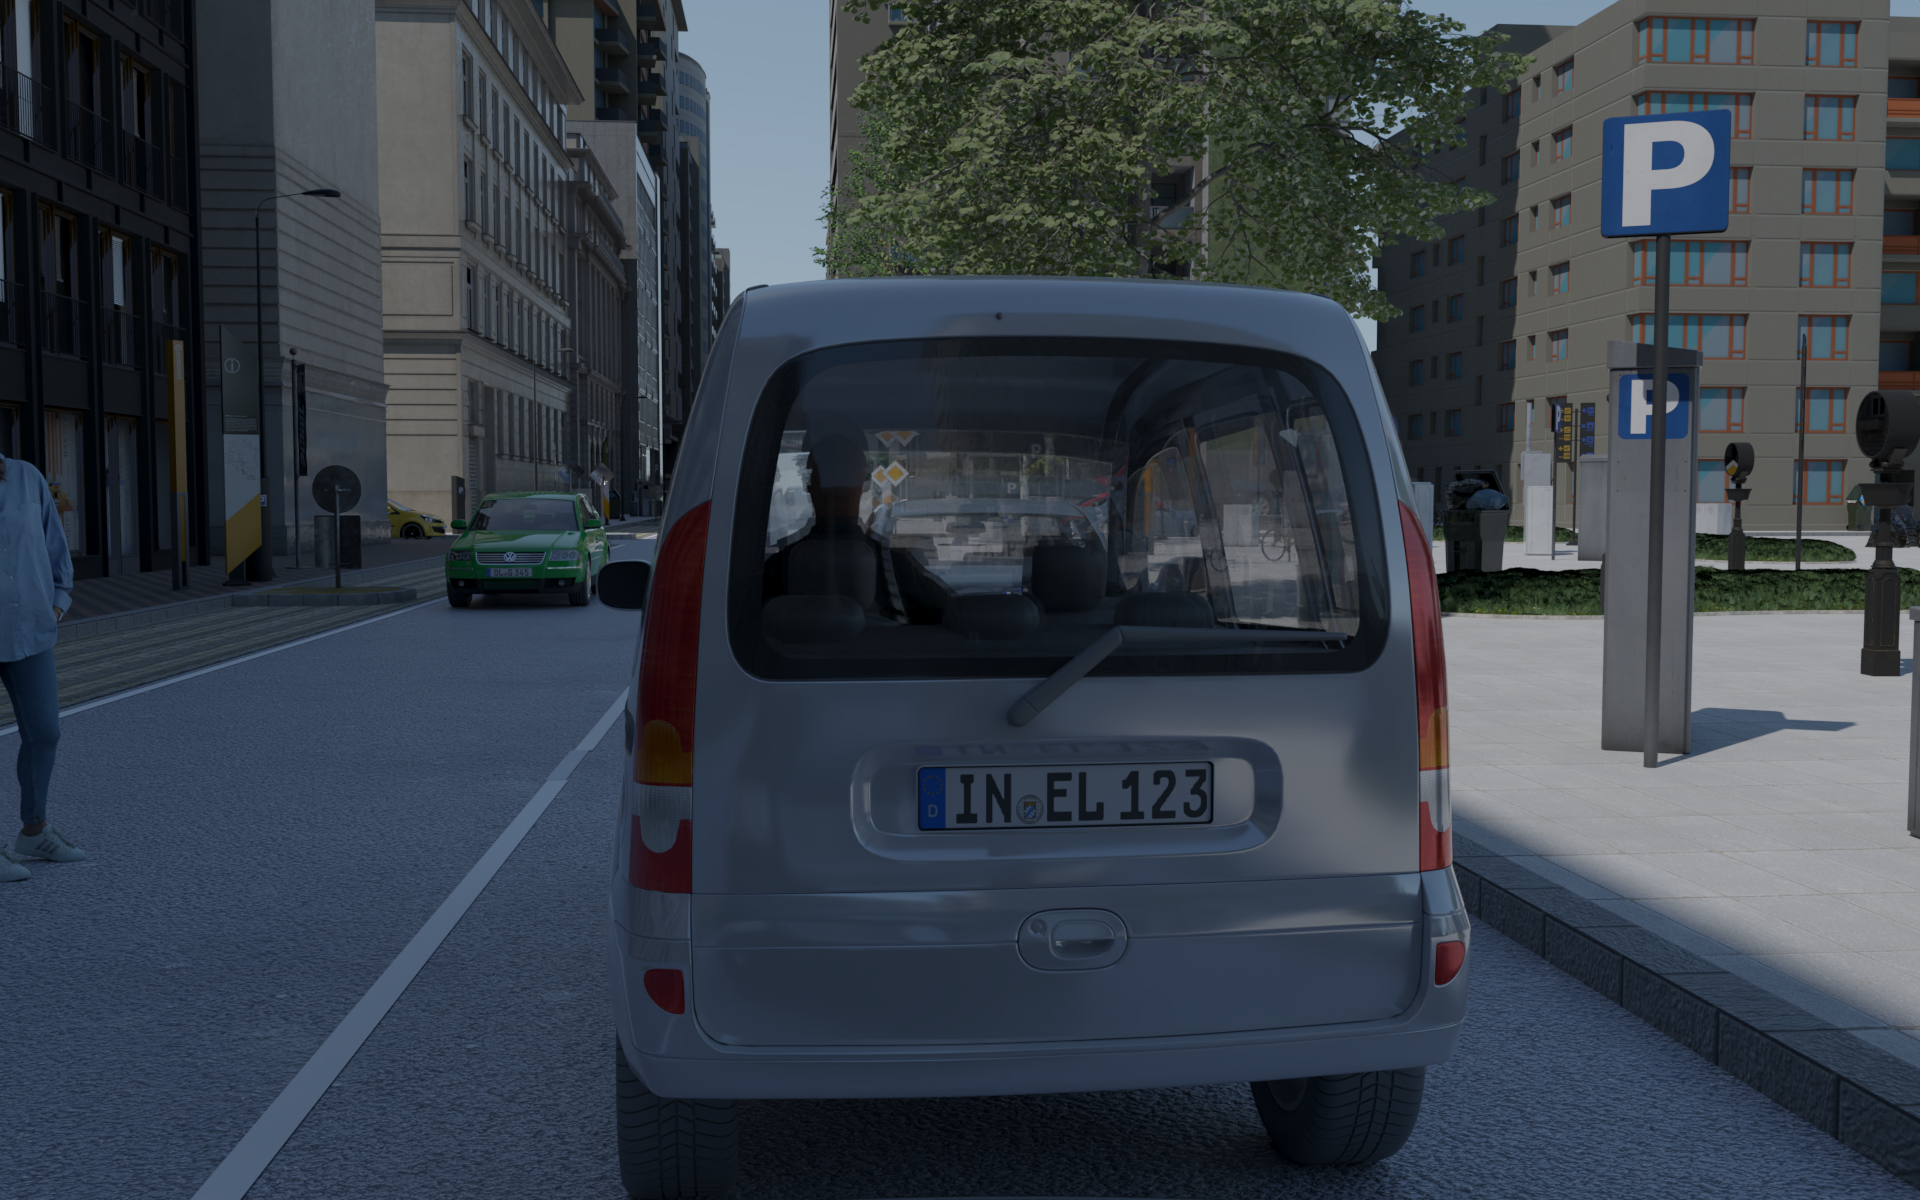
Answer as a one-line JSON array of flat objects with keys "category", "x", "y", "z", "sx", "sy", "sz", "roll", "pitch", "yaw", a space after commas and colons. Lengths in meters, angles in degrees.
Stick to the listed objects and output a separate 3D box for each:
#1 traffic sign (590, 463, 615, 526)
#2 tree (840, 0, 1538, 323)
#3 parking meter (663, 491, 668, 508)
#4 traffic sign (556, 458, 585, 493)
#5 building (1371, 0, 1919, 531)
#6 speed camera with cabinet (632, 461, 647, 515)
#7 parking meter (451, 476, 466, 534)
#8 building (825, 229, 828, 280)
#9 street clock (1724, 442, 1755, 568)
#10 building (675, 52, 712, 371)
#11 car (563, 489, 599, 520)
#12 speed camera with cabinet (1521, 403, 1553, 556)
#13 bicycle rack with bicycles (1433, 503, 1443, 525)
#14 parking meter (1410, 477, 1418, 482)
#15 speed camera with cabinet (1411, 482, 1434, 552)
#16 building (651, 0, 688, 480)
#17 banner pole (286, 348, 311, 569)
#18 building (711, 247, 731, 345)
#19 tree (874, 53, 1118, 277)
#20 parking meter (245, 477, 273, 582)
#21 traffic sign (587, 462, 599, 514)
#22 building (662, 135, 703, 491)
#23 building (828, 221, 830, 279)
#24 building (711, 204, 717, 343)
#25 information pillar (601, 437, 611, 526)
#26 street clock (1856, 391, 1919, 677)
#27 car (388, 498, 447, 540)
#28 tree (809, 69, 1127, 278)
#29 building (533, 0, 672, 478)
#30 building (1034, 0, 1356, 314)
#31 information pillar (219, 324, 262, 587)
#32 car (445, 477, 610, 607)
[{"category": "traffic sign", "x": -11.484, "y": -3.179, "z": 55.618, "sx": 0.795, "sy": 2.450, "sz": 0.064, "roll": 0, "pitch": 4, "yaw": -6}, {"category": "tree", "x": 2.002, "y": -6.100, "z": 17.858, "sx": 7.486, "sy": 12.596, "sz": 7.792, "roll": 0, "pitch": 3, "yaw": 0}, {"category": "parking meter", "x": -22.031, "y": -7.413, "z": 129.616, "sx": 0.372, "sy": 1.533, "sz": 0.369, "roll": 0, "pitch": 3, "yaw": 0}, {"category": "traffic sign", "x": -10.711, "y": -2.693, "z": 47.671, "sx": 0.795, "sy": 2.450, "sz": 0.064, "roll": 0, "pitch": 4, "yaw": -6}, {"category": "building", "x": 36.260, "y": -14.012, "z": 74.139, "sx": 28.899, "sy": 21.520, "sz": 27.650, "roll": 0, "pitch": 4, "yaw": -6}, {"category": "speed camera with cabinet", "x": -19.397, "y": -6.751, "z": 104.707, "sx": 0.660, "sy": 3.252, "sz": 2.038, "roll": -1, "pitch": 4, "yaw": -19}, {"category": "parking meter", "x": -15.960, "y": -3.023, "z": 55.134, "sx": 0.255, "sy": 1.863, "sz": 0.399, "roll": 2, "pitch": 4, "yaw": 30}, {"category": "building", "x": -10.315, "y": -38.042, "z": 276.613, "sx": 22.147, "sy": 44.769, "sz": 28.867, "roll": 0, "pitch": 4, "yaw": -6}, {"category": "street clock", "x": 10.912, "y": -1.207, "z": 24.299, "sx": 0.358, "sy": 2.002, "sz": 0.471, "roll": 0, "pitch": 4, "yaw": 1}, {"category": "building", "x": -43.826, "y": -41.911, "z": 227.243, "sx": 21.231, "sy": 58.520, "sz": 28.212, "roll": 0, "pitch": 4, "yaw": -6}, {"category": "car", "x": -10.041, "y": -2.103, "z": 43.185, "sx": 1.959, "sy": 1.807, "sz": 4.718, "roll": 0, "pitch": 4, "yaw": -5}, {"category": "speed camera with cabinet", "x": 12.340, "y": -2.604, "z": 36.915, "sx": 0.660, "sy": 3.252, "sz": 2.038, "roll": 1, "pitch": 4, "yaw": 15}, {"category": "bicycle rack with bicycles", "x": 17.748, "y": -3.275, "z": 66.927, "sx": 2.925, "sy": 0.926, "sz": 2.852, "roll": 2, "pitch": 4, "yaw": 30}, {"category": "parking meter", "x": 15.042, "y": -3.181, "z": 57.725, "sx": 0.399, "sy": 1.863, "sz": 0.255, "roll": -1, "pitch": 4, "yaw": -18}, {"category": "speed camera with cabinet", "x": 5.722, "y": -1.858, "z": 24.722, "sx": 2.038, "sy": 3.252, "sz": 0.660, "roll": 3, "pitch": 5, "yaw": 45}, {"category": "building", "x": -41.669, "y": -35.526, "z": 170.089, "sx": 28.713, "sy": 52.752, "sz": 27.495, "roll": 0, "pitch": 4, "yaw": -6}, {"category": "banner pole", "x": -11.270, "y": -2.419, "z": 29.567, "sx": 0.401, "sy": 3.779, "sz": 0.863, "roll": -3, "pitch": 4, "yaw": -37}, {"category": "building", "x": -44.233, "y": -36.446, "z": 279.481, "sx": 14.154, "sy": 41.232, "sz": 14.086, "roll": 0, "pitch": 4, "yaw": -6}, {"category": "tree", "x": 0.851, "y": -4.724, "z": 27.603, "sx": 4.737, "sy": 8.622, "sz": 4.395, "roll": 0, "pitch": 3, "yaw": 0}, {"category": "parking meter", "x": -10.312, "y": -1.041, "z": 25.431, "sx": 0.372, "sy": 1.533, "sz": 0.369, "roll": 0, "pitch": 3, "yaw": 0}, {"category": "traffic sign", "x": -14.865, "y": -4.349, "z": 71.117, "sx": 0.884, "sy": 2.594, "sz": 0.081, "roll": 0, "pitch": 4, "yaw": -3}, {"category": "building", "x": -35.949, "y": -31.086, "z": 191.844, "sx": 14.154, "sy": 41.232, "sz": 14.086, "roll": 0, "pitch": 4, "yaw": -6}, {"category": "building", "x": -12.407, "y": -34.947, "z": 254.981, "sx": 14.154, "sy": 41.232, "sz": 14.086, "roll": 0, "pitch": 4, "yaw": -6}, {"category": "building", "x": -47.518, "y": -38.959, "z": 256.591, "sx": 23.786, "sy": 49.044, "sz": 30.456, "roll": 0, "pitch": 4, "yaw": -6}, {"category": "information pillar", "x": -14.442, "y": -4.844, "z": 70.560, "sx": 0.183, "sy": 3.616, "sz": 0.504, "roll": 1, "pitch": 4, "yaw": 14}, {"category": "street clock", "x": 6.513, "y": -0.467, "z": 12.199, "sx": 0.358, "sy": 2.002, "sz": 0.471, "roll": 0, "pitch": 4, "yaw": 1}, {"category": "car", "x": -17.265, "y": -2.509, "z": 51.241, "sx": 3.980, "sy": 1.641, "sz": 2.015, "roll": 0, "pitch": 4, "yaw": -6}, {"category": "tree", "x": 0.197, "y": -7.096, "z": 41.782, "sx": 9.928, "sy": 11.665, "sz": 9.643, "roll": 0, "pitch": 3, "yaw": 0}, {"category": "building", "x": -35.646, "y": -29.849, "z": 142.656, "sx": 22.147, "sy": 44.769, "sz": 28.867, "roll": 0, "pitch": 4, "yaw": -6}, {"category": "building", "x": 6.119, "y": -23.357, "z": 65.478, "sx": 14.086, "sy": 41.232, "sz": 14.154, "roll": 0, "pitch": 4, "yaw": -6}, {"category": "information pillar", "x": -10.034, "y": -2.005, "z": 24.136, "sx": 0.504, "sy": 3.616, "sz": 0.183, "roll": -3, "pitch": 4, "yaw": -37}, {"category": "car", "x": -5.782, "y": -0.897, "z": 23.460, "sx": 1.959, "sy": 1.807, "sz": 4.718, "roll": 0, "pitch": 4, "yaw": -7}]
